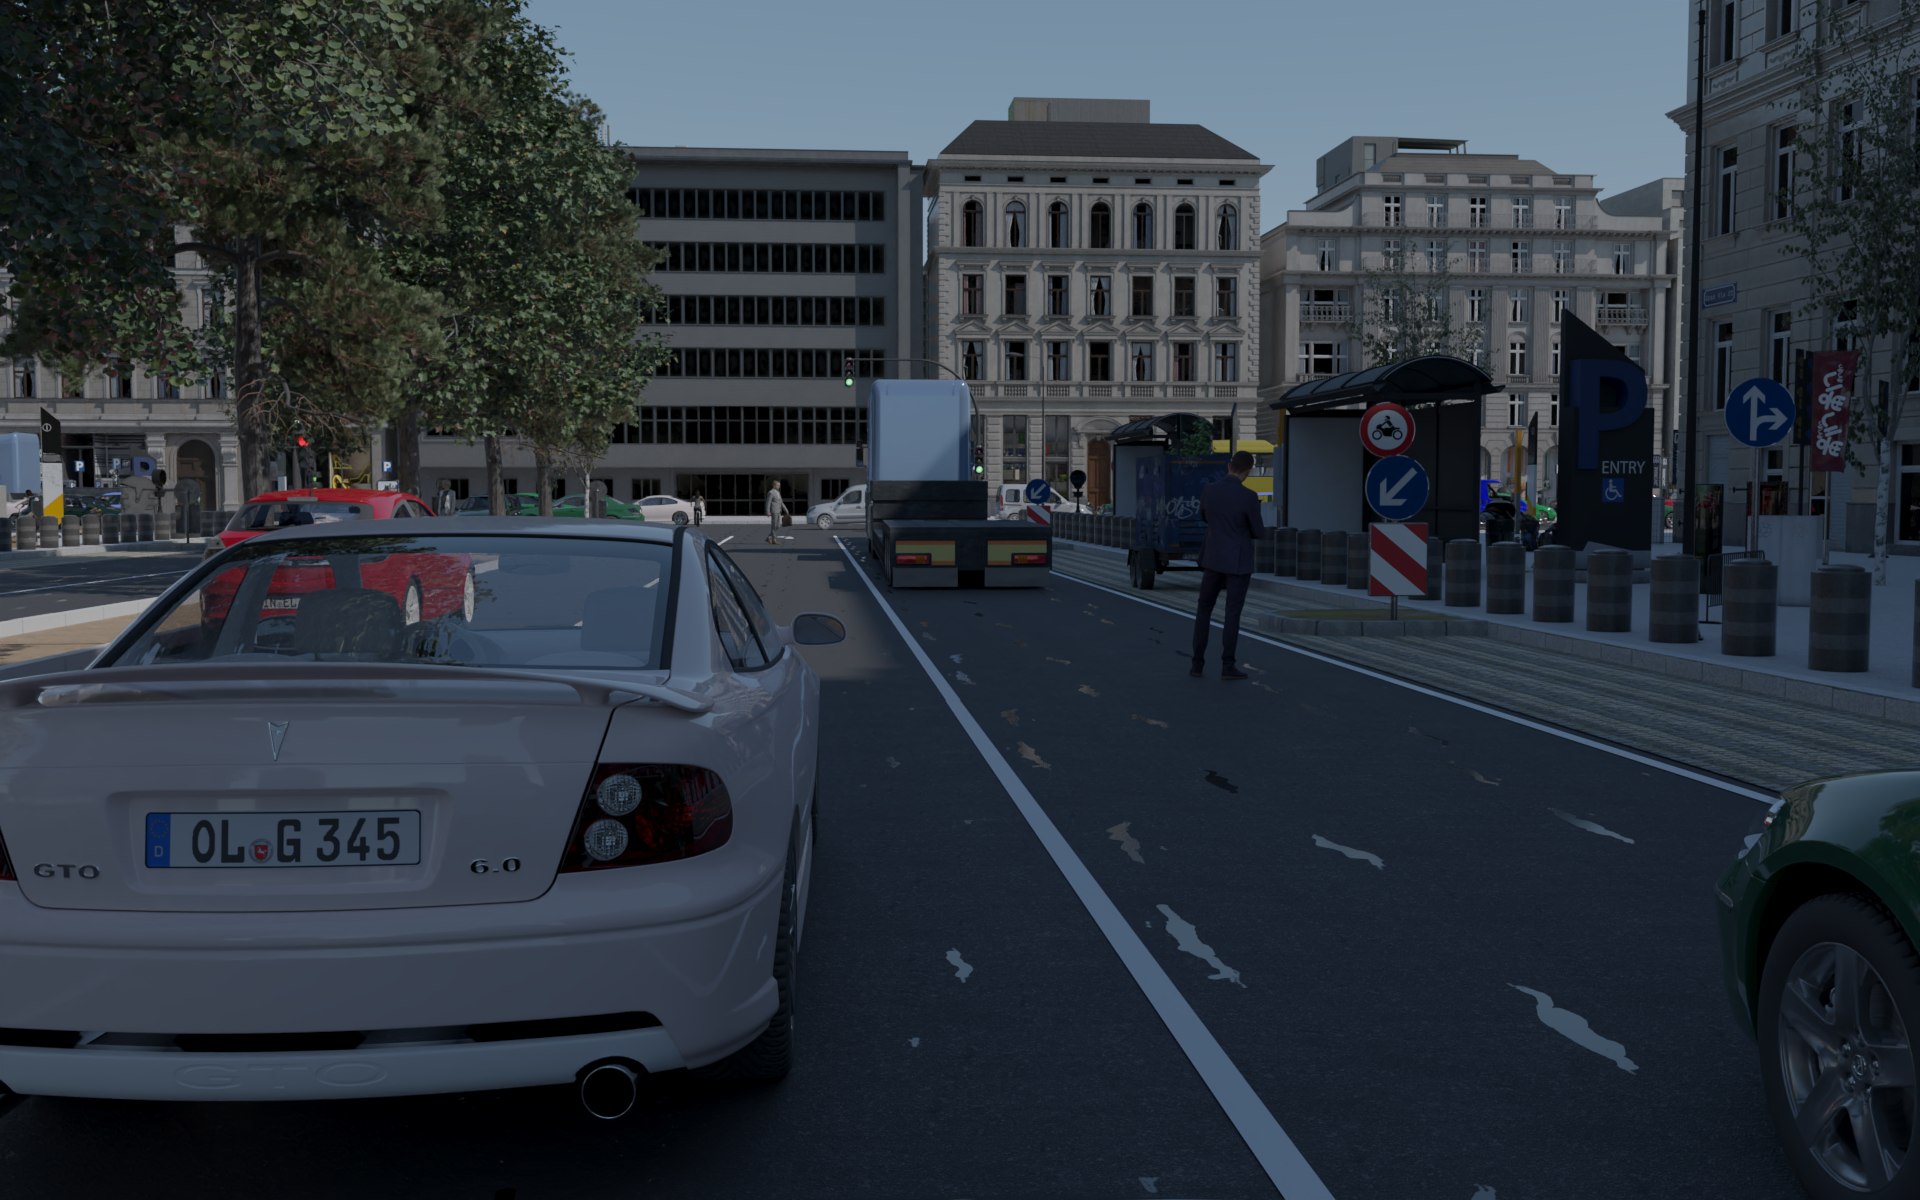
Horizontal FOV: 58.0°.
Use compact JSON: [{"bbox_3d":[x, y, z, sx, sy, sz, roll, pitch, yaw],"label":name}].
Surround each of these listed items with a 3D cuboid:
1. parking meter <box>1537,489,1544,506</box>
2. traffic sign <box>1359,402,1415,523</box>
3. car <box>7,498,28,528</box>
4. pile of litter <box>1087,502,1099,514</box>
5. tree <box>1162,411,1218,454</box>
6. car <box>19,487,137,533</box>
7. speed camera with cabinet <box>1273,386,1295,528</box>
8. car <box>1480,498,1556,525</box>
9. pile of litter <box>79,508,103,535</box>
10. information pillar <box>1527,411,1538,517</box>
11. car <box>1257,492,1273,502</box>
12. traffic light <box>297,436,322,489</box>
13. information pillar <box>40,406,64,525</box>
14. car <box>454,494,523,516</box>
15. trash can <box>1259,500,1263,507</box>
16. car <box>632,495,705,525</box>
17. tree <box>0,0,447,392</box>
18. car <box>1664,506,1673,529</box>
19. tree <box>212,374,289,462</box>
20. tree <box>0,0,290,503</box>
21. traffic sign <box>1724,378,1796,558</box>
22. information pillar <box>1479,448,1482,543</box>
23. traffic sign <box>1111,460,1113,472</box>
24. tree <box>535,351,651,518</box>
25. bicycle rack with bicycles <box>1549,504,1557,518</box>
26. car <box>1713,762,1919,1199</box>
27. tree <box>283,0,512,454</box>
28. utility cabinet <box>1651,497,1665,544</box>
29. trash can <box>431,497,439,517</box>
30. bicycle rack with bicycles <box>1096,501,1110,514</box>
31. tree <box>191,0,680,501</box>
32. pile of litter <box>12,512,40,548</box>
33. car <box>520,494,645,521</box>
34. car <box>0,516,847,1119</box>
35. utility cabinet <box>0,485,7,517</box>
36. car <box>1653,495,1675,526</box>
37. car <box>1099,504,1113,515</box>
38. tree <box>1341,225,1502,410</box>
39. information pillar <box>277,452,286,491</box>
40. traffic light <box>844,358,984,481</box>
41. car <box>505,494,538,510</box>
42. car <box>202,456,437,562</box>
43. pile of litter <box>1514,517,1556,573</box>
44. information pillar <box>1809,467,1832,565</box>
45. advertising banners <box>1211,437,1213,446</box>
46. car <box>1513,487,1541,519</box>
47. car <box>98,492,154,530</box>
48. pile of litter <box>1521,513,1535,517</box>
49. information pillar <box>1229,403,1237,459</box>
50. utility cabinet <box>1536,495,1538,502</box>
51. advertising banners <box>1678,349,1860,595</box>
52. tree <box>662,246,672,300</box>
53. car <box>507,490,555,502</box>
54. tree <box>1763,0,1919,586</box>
[{"bbox_3d":[31.566,-5.250,94.247,0.372,1.533,0.369,0,3,0],"label":"parking meter"},{"bbox_3d":[5.917,-1.466,24.073,0.768,2.556,0.104,0,4,2],"label":"traffic sign"},{"bbox_3d":[-38.416,-3.762,73.878,4.827,1.381,2.083,0,4,-6],"label":"car"},{"bbox_3d":[7.518,-5.061,96.712,1.176,0.858,1.719,1,4,18],"label":"pile of litter"},{"bbox_3d":[5.584,-2.790,40.225,1.663,3.219,1.824,0,3,0],"label":"tree"},{"bbox_3d":[-31.981,-3.260,63.083,4.222,1.686,2.009,0,4,-7],"label":"car"},{"bbox_3d":[6.803,-2.290,31.772,2.038,3.252,0.660,1,4,16],"label":"speed camera with cabinet"},{"bbox_3d":[25.219,-4.367,80.192,4.718,1.807,1.959,0,4,-5],"label":"car"},{"bbox_3d":[-27.342,-2.472,54.388,1.176,0.858,1.719,3,4,38],"label":"pile of litter"},{"bbox_3d":[16.278,-3.542,49.262,0.183,3.616,0.504,0,4,-5],"label":"information pillar"},{"bbox_3d":[12.254,-3.429,65.661,3.694,1.707,1.945,0,4,-4],"label":"car"},{"bbox_3d":[-21.288,-4.132,56.484,0.839,4.253,0.868,0,4,-5],"label":"traffic light"},{"bbox_3d":[-24.343,-3.367,46.411,0.504,3.616,0.183,-3,4,-37],"label":"information pillar"},{"bbox_3d":[-15.006,-2.771,55.088,2.009,1.686,4.222,0,4,-5],"label":"car"},{"bbox_3d":[7.580,-2.066,45.437,0.748,1.137,0.748,0,3,0],"label":"trash can"},{"bbox_3d":[-14.310,-4.182,80.739,4.827,1.381,2.083,0,4,-4],"label":"car"},{"bbox_3d":[-7.856,-6.263,11.516,9.857,13.997,8.962,0,3,0],"label":"tree"},{"bbox_3d":[28.069,-3.717,72.575,4.920,1.459,2.131,0,4,-7],"label":"car"},{"bbox_3d":[-37.356,-8.665,92.029,4.360,8.622,3.978,0,3,0],"label":"tree"},{"bbox_3d":[-9.702,-6.056,23.522,6.751,12.117,7.091,0,3,0],"label":"tree"},{"bbox_3d":[8.760,-1.160,19.065,0.768,2.556,0.104,0,4,3],"label":"traffic sign"},{"bbox_3d":[8.155,-1.429,27.849,0.304,2.012,0.304,-3,4,-37],"label":"information pillar"},{"bbox_3d":[5.161,-3.354,54.942,0.768,2.556,0.104,0,4,0],"label":"traffic sign"},{"bbox_3d":[-11.718,-6.201,54.199,4.360,8.622,3.978,0,3,0],"label":"tree"},{"bbox_3d":[32.113,-4.826,92.279,2.852,0.926,2.925,-1,4,-19],"label":"bicycle rack with bicycles"},{"bbox_3d":[2.694,0.601,1.977,2.131,1.459,4.920,0,4,-3],"label":"car"},{"bbox_3d":[-10.845,-7.065,40.018,6.751,12.117,7.091,0,3,0],"label":"tree"},{"bbox_3d":[17.529,-2.037,44.474,1.020,1.237,0.306,3,4,37],"label":"utility cabinet"},{"bbox_3d":[-28.889,-5.147,95.811,0.748,1.137,0.748,0,3,0],"label":"trash can"},{"bbox_3d":[8.853,-4.907,93.609,2.925,0.926,2.852,-3,4,-36],"label":"bicycle rack with bicycles"},{"bbox_3d":[-10.170,-6.868,31.760,9.611,12.733,9.660,0,3,0],"label":"tree"},{"bbox_3d":[-22.687,-1.695,41.674,1.176,0.858,1.719,-1,4,-23],"label":"pile of litter"},{"bbox_3d":[-13.898,-3.111,62.661,4.920,1.459,2.131,0,4,-3],"label":"car"},{"bbox_3d":[-1.407,0.416,5.563,2.083,1.381,4.827,0,4,-3],"label":"car"},{"bbox_3d":[-22.388,-1.908,39.868,0.318,1.500,1.173,0,3,0],"label":"utility cabinet"},{"bbox_3d":[29.381,-4.149,76.515,5.304,1.827,2.281,0,4,-5],"label":"car"},{"bbox_3d":[7.525,-3.190,63.947,4.920,1.459,2.131,0,4,-6],"label":"car"},{"bbox_3d":[12.804,-5.997,48.407,4.360,8.622,3.978,0,3,0],"label":"tree"},{"bbox_3d":[-32.371,-5.586,82.689,0.504,3.616,0.183,2,4,29],"label":"information pillar"},{"bbox_3d":[-1.491,-5.105,58.127,4.771,5.953,1.251,0,4,-5],"label":"traffic light"},{"bbox_3d":[-17.084,-3.561,68.016,4.222,1.686,2.009,0,4,-6],"label":"car"},{"bbox_3d":[-5.955,-0.486,16.981,2.155,1.783,4.494,0,4,-5],"label":"car"},{"bbox_3d":[9.859,-0.873,28.237,1.719,0.858,1.176,3,5,44],"label":"pile of litter"},{"bbox_3d":[15.558,-1.642,31.339,0.304,2.012,0.304,3,4,39],"label":"information pillar"},{"bbox_3d":[7.292,-3.265,49.573,0.090,3.025,2.074,0,4,1],"label":"advertising banners"},{"bbox_3d":[23.326,-4.169,76.956,4.718,1.807,1.959,0,4,-5],"label":"car"},{"bbox_3d":[-33.626,-3.630,68.948,3.694,1.707,1.945,0,4,-4],"label":"car"},{"bbox_3d":[12.693,-1.519,38.800,1.719,0.858,1.176,2,4,27],"label":"pile of litter"},{"bbox_3d":[6.965,-3.231,44.178,0.183,3.616,0.504,1,4,22],"label":"information pillar"},{"bbox_3d":[33.097,-5.435,100.031,0.306,1.237,1.020,3,5,45],"label":"utility cabinet"},{"bbox_3d":[10.063,-1.557,21.640,2.074,3.025,0.090,3,5,42],"label":"advertising banners"},{"bbox_3d":[-11.418,-7.498,47.112,6.751,12.117,7.091,0,3,0],"label":"tree"},{"bbox_3d":[-19.182,-4.243,78.177,4.718,1.807,1.959,0,4,-4],"label":"car"},{"bbox_3d":[13.157,-4.514,24.166,4.360,8.622,3.978,0,3,0],"label":"tree"}]
